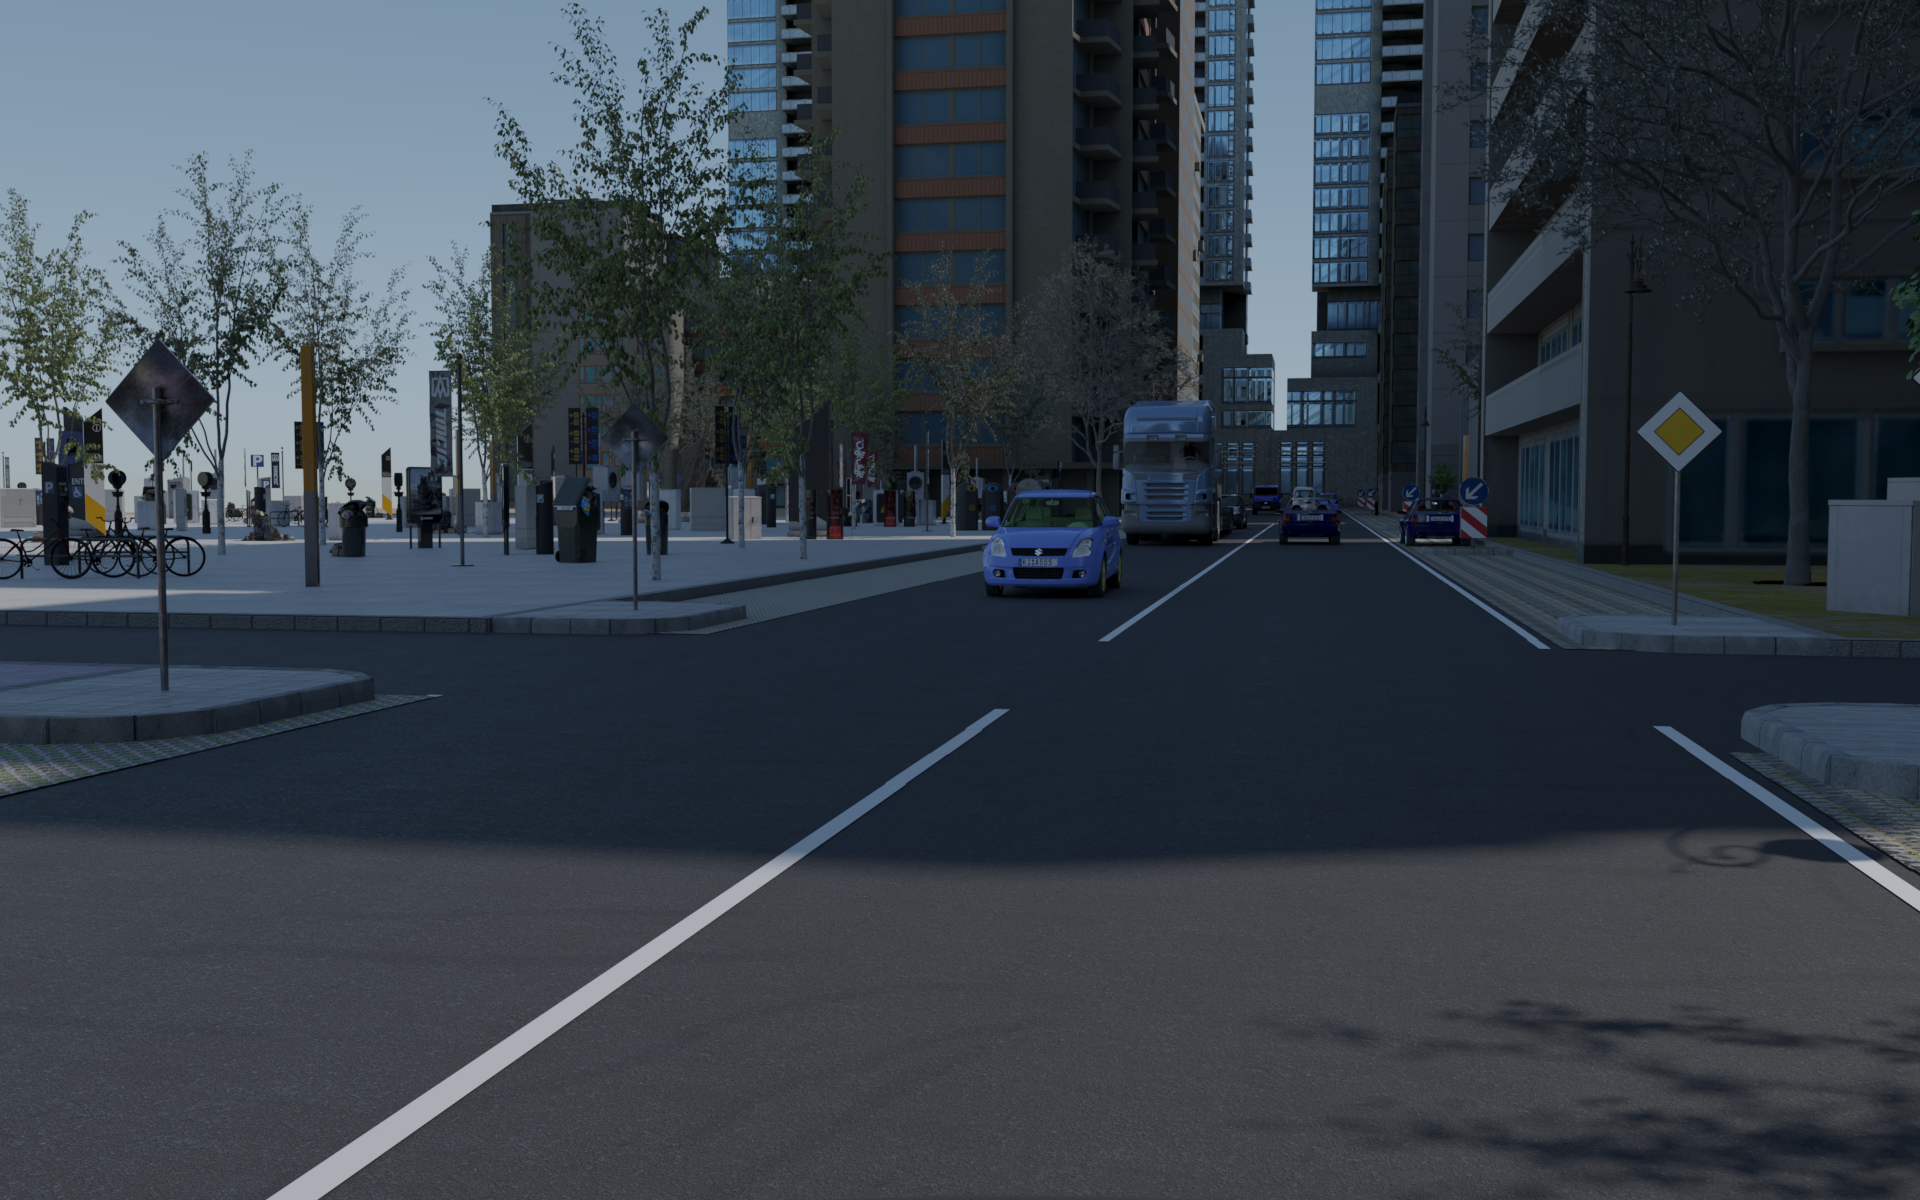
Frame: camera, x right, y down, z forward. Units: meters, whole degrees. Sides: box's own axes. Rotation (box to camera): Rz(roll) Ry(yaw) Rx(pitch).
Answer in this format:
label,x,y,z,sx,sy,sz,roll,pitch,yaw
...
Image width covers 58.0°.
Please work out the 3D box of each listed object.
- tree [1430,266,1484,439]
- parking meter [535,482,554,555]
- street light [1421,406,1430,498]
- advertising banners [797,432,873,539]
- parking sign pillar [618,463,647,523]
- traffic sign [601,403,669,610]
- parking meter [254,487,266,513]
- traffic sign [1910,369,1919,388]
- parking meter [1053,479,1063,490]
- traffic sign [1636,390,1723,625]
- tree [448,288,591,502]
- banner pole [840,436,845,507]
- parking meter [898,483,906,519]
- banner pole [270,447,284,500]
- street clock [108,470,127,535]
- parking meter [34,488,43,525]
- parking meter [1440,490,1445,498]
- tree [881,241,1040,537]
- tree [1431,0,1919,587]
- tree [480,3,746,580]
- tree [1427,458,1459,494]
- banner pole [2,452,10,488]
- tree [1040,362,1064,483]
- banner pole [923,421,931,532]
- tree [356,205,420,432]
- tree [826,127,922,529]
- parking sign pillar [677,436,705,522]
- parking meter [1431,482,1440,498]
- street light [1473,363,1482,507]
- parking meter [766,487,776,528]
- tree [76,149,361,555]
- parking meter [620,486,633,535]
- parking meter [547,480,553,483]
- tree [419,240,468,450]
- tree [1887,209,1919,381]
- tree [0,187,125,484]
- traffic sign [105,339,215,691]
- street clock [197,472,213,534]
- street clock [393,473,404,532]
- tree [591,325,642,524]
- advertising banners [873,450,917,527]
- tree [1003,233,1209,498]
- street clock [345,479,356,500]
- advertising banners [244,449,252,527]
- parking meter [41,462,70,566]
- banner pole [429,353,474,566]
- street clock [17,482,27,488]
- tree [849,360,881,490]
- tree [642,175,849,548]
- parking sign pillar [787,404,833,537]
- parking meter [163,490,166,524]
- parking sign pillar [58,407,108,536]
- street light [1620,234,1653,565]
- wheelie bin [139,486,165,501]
label,x,y,z,sx,sy,sz,roll,pitch,yaw
tree,17.656,-6.509,56.781,4.360,8.622,3.978,0,3,0
parking meter,-8.826,-1.736,36.795,0.372,1.533,0.369,0,3,0
street light,24.080,-7.151,89.703,0.468,5.910,1.993,1,4,12
advertising banners,-3.564,-3.224,48.894,2.074,3.025,0.090,0,4,6
parking sign pillar,-14.464,-5.405,76.844,1.447,3.967,1.447,2,4,29
traffic sign,-3.582,-0.944,19.079,0.795,2.450,0.064,1,4,12
parking meter,-34.885,-4.761,86.249,0.372,1.533,0.369,0,3,0
traffic sign,5.373,-0.332,9.066,0.795,2.450,0.064,1,4,12
parking meter,3.724,-3.676,65.820,0.255,1.863,0.399,2,4,25
traffic sign,6.986,-0.810,16.887,0.795,2.450,0.064,1,4,12
tree,-16.430,-6.846,62.288,4.360,8.622,3.978,0,3,0
banner pole,-5.071,-5.177,74.668,0.401,3.779,0.863,-1,4,-19
parking meter,-3.004,-5.124,89.489,0.399,1.863,0.255,0,4,5
banner pole,-36.055,-6.217,91.667,0.401,3.779,0.863,3,5,44
street clock,-25.521,-2.931,52.491,0.358,2.002,0.471,3,4,37
parking meter,-37.948,-3.845,71.273,0.372,1.533,0.369,0,3,0
parking meter,24.158,-4.805,86.968,0.372,1.533,0.369,0,3,0
tree,0.031,-6.177,51.351,4.360,8.622,3.978,0,3,0
tree,11.807,-6.962,24.205,12.009,13.543,11.850,0,3,0
tree,-4.758,-4.595,25.484,4.737,8.622,4.395,0,3,0
tree,25.637,-5.984,92.444,1.663,3.219,1.824,0,3,0
banner pole,-56.490,-6.884,102.576,0.863,3.779,0.401,2,4,31
tree,2.101,-7.302,69.751,4.360,8.622,3.978,0,3,0
banner pole,-1.099,-4.228,59.140,0.401,3.779,0.863,0,4,-6
tree,-15.819,-5.693,43.440,4.360,8.622,3.978,0,3,0
tree,-3.325,-5.103,33.799,4.737,8.622,4.395,0,3,0
parking sign pillar,-12.355,-5.570,79.545,1.447,3.967,1.447,-3,5,-43
parking meter,23.302,-4.839,84.832,0.255,1.863,0.399,-2,4,-24
street light,18.087,-5.356,60.358,0.468,5.910,1.993,1,4,12
parking meter,-7.239,-3.549,66.431,0.372,1.533,0.369,0,3,0
tree,-15.897,-5.273,36.581,4.360,8.622,3.978,0,3,0
parking meter,-10.365,-2.777,53.818,0.372,1.533,0.369,0,3,0
parking meter,-17.237,-4.106,72.848,0.255,1.863,0.399,-1,4,-14
tree,-13.745,-6.129,50.572,4.737,8.622,4.395,0,3,0
tree,9.958,-1.927,15.215,4.285,4.588,4.351,0,3,0
tree,-22.021,-5.588,41.727,4.737,8.622,4.395,0,3,0
traffic sign,-5.195,-0.466,11.258,0.795,2.450,0.064,1,4,12
street clock,-24.419,-3.150,56.080,0.471,2.002,0.358,2,4,25
street clock,-18.937,-3.295,58.448,0.358,2.002,0.471,-1,4,-9
tree,-14.031,-7.536,73.578,4.360,8.622,3.978,0,3,0
advertising banners,-2.699,-4.360,67.471,2.074,3.025,0.090,0,4,-2
tree,6.527,-10.525,82.455,12.009,13.543,11.850,0,3,0
street clock,-28.074,-4.603,79.826,0.471,2.002,0.358,1,4,20
advertising banners,-27.768,-4.361,67.488,0.090,3.025,2.074,-1,4,-17
parking meter,-16.255,-1.555,31.138,0.399,1.863,0.255,1,4,15
banner pole,-9.087,-2.496,30.829,0.863,3.779,0.401,1,4,18
street clock,-56.660,-6.122,104.658,0.471,2.002,0.358,0,4,-6
tree,-4.272,-8.763,93.629,4.360,8.622,3.978,0,3,0
tree,-4.945,-5.536,40.874,4.360,8.622,3.978,0,3,0
parking sign pillar,-4.510,-3.902,52.263,1.447,3.967,1.447,1,4,13
parking meter,-33.909,-3.982,73.516,0.372,1.533,0.369,0,3,0
parking sign pillar,-26.973,-3.956,53.159,1.447,3.967,1.447,1,4,13
street light,11.985,-3.563,31.035,0.468,5.910,1.993,1,4,12
wheelie bin,-32.842,-3.828,70.490,0.980,1.594,0.693,-3,4,-36
